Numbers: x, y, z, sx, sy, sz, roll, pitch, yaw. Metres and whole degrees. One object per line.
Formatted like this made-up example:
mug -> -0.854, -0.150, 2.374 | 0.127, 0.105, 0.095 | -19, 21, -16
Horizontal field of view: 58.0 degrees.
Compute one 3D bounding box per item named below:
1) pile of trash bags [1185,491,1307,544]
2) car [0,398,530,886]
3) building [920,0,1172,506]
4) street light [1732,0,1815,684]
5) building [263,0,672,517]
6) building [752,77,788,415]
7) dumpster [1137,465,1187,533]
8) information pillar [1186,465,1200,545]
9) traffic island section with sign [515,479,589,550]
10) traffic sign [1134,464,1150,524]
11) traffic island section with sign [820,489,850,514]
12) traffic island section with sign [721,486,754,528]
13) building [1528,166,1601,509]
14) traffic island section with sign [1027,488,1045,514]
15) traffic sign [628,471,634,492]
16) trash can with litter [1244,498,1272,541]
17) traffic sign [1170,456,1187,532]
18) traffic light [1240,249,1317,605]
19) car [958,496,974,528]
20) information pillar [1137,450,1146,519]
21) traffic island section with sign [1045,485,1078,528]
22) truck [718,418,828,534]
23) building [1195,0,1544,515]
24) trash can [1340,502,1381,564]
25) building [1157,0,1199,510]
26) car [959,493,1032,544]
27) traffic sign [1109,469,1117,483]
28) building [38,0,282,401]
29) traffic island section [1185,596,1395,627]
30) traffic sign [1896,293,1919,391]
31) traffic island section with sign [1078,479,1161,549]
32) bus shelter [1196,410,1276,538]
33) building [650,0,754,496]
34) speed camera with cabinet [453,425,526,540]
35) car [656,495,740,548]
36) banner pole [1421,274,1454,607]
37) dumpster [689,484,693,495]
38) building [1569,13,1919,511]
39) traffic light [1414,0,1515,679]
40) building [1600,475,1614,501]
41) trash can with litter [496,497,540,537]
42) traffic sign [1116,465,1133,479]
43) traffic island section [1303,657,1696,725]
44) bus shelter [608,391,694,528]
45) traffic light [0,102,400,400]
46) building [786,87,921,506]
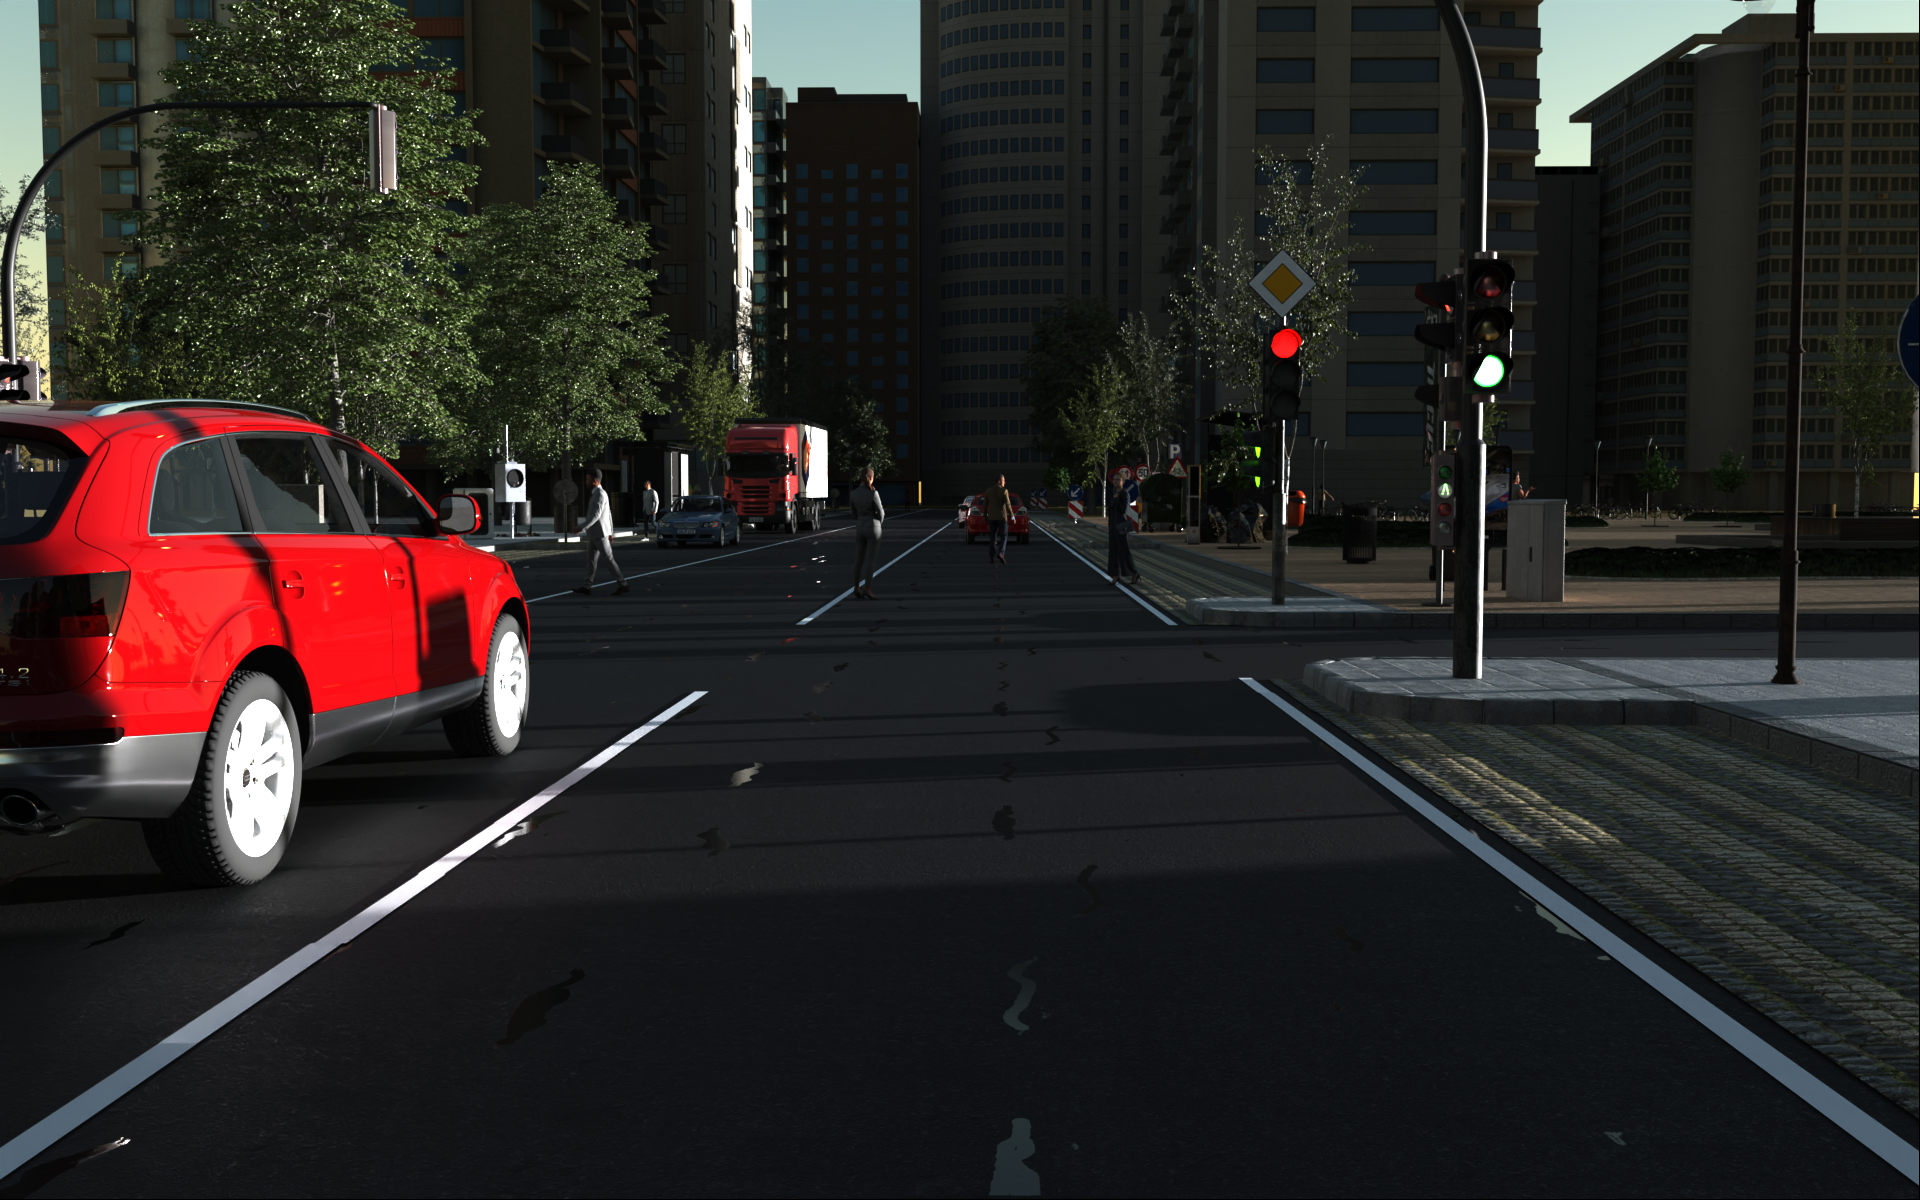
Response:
pile of trash bags -> 7.559, -2.187, 45.510 | 3.447, 1.369, 1.912 | 3, 5, 41
car -> -3.522, 0.047, 7.899 | 2.281, 1.827, 5.304 | 0, 4, 2
building -> 9.738, -39.975, 195.584 | 28.212, 58.520, 21.231 | 0, 4, 1
street light -> 5.605, -2.372, 11.578 | 0.468, 5.910, 1.993 | 0, 4, 1
building -> -30.772, -27.833, 109.700 | 22.147, 44.769, 28.867 | 0, 4, 1
building -> -33.746, -35.430, 198.883 | 30.456, 49.044, 23.786 | 0, 4, 1
dumpster -> 6.749, -3.396, 58.013 | 1.502, 2.255, 1.985 | 0, 4, 1
information pillar -> 5.922, -2.413, 43.952 | 0.304, 2.012, 0.304 | 0, 4, -2
traffic island section with sign -> -10.324, -2.225, 45.005 | 1.989, 1.847, 2.006 | 0, 4, 1
traffic sign -> 7.713, -4.460, 73.028 | 0.768, 2.556, 0.104 | 0, 4, 3
traffic island section with sign -> -8.823, -6.965, 122.505 | 1.989, 1.847, 2.006 | 0, 4, 1
traffic island section with sign -> -9.774, -3.950, 73.210 | 1.989, 1.847, 2.006 | 0, 4, 1
building -> 47.812, -23.459, 155.254 | 14.107, 30.474, 14.160 | 0, 4, 1
traffic island section with sign -> 5.691, -6.925, 121.857 | 1.989, 1.847, 2.006 | 0, 4, 1
traffic sign -> -14.389, -4.519, 76.016 | 0.606, 2.300, 0.079 | 0, 4, 6
trash can with litter -> 8.295, -2.226, 47.789 | 1.055, 1.170, 0.624 | 0, 4, 4
traffic sign -> 7.416, -3.619, 59.174 | 0.884, 2.594, 0.081 | 0, 4, 5
traffic light -> 3.677, -1.901, 20.009 | 0.839, 4.253, 0.868 | 0, 4, 1
car -> 0.935, -3.768, 73.967 | 2.083, 1.381, 4.827 | 0, 4, 3
information pillar -> 9.437, -6.054, 90.341 | 0.504, 3.616, 0.183 | 1, 4, 11
traffic island section with sign -> 4.760, -3.970, 73.539 | 1.989, 1.847, 2.006 | 0, 4, 1
truck -> -6.961, -4.716, 66.026 | 2.839, 4.237, 11.283 | 0, 4, 3
building -> 26.683, -35.164, 116.928 | 21.231, 58.520, 28.212 | 0, 4, 1
trash can -> 7.370, -1.241, 31.937 | 0.748, 1.137, 0.748 | 0, 3, 0
building -> 28.671, -32.233, 146.626 | 23.786, 49.044, 30.456 | 0, 4, 1
car -> 1.063, -2.563, 50.947 | 2.155, 1.783, 4.494 | 0, 4, -1
traffic sign -> 7.833, -5.308, 86.885 | 0.768, 2.556, 0.104 | 0, 4, 6
building -> -61.960, -32.543, 151.681 | 30.456, 49.044, 23.786 | 0, 4, 1
traffic island section -> 3.717, 0.132, 20.122 | 2.009, 0.180, 2.903 | 0, 4, 1
traffic sign -> 5.829, -0.611, 10.091 | 0.768, 2.556, 0.104 | 1, 4, 11
traffic island section with sign -> 4.226, -2.267, 45.693 | 1.989, 1.847, 2.006 | 0, 4, 1
bus shelter -> 8.219, -3.680, 51.454 | 1.731, 3.624, 6.357 | 0, 4, 1
building -> -32.543, -34.211, 148.582 | 27.495, 52.752, 28.713 | 0, 4, 1
speed camera with cabinet -> -13.376, -3.358, 49.242 | 0.660, 3.252, 2.038 | 3, 5, 42
car -> -7.143, -2.177, 47.599 | 2.014, 1.417, 4.499 | 0, 4, 1
banner pole -> 5.484, -1.834, 20.006 | 0.401, 3.779, 0.863 | 0, 4, -4
dumpster -> -12.593, -4.492, 75.936 | 1.502, 2.255, 1.985 | 0, 4, 1
building -> 66.769, -27.776, 146.020 | 23.993, 40.220, 32.217 | 0, 4, 1
traffic light -> 1.430, -2.279, 11.924 | 4.771, 5.953, 1.251 | 0, 4, 1
building -> 70.277, -25.710, 192.060 | 14.107, 30.474, 14.160 | 0, 4, 1
trash can with litter -> -13.578, -2.518, 52.231 | 2.233, 1.210, 1.678 | -3, 5, -43
traffic sign -> 7.305, -4.695, 76.874 | 0.768, 2.556, 0.104 | 0, 4, 7
traffic island section -> 3.563, 0.620, 12.138 | 2.009, 0.180, 2.903 | 0, 4, 1
bus shelter -> -12.642, -5.675, 70.413 | 2.179, 5.291, 8.768 | 0, 4, 1
traffic light -> -8.988, -2.789, 20.272 | 4.771, 5.953, 1.251 | 0, 4, 1
building -> -11.507, -33.276, 194.178 | 14.200, 45.320, 14.600 | 0, 4, 1
